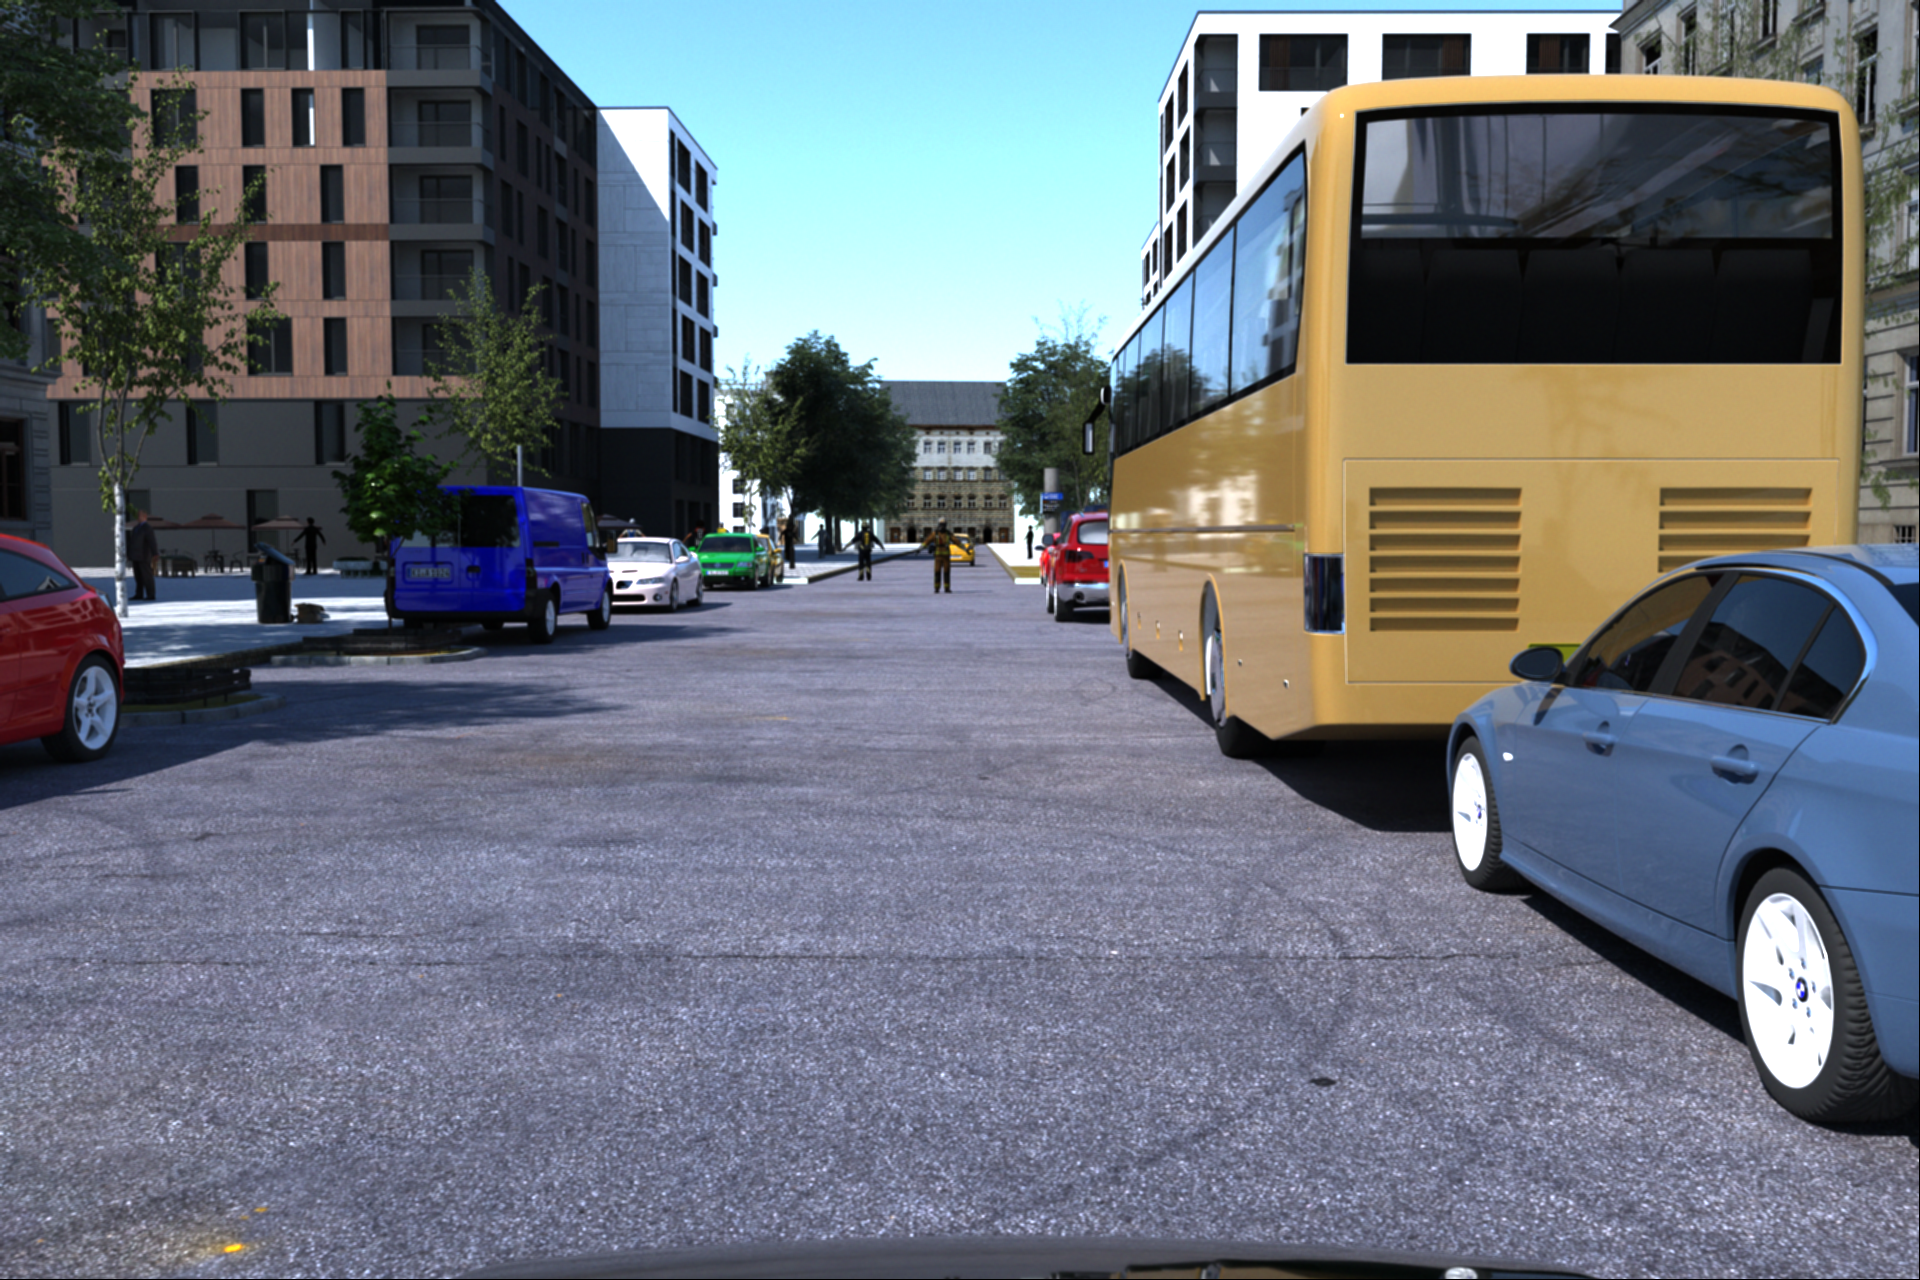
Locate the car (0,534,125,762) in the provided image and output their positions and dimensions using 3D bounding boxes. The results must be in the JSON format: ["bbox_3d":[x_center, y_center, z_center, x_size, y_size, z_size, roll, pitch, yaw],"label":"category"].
[{"bbox_3d":[-6.358,-0.027,9.482,2.155,1.783,4.494,0,4,1],"label":"car"}]

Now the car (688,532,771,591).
[{"bbox_3d":[-6.004,-2.226,45.184,1.959,1.807,4.718,0,4,0],"label":"car"}]

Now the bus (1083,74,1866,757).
[{"bbox_3d":[2.859,-1.370,13.940,2.896,3.916,12.252,0,3,0],"label":"bus"}]

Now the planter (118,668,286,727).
[{"bbox_3d":[-6.588,0.444,13.880,1.991,0.319,1.994,0,4,1],"label":"planter"}]

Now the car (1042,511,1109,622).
[{"bbox_3d":[2.567,-1.289,29.746,2.281,1.827,5.304,0,4,1],"label":"car"}]

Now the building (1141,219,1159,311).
[{"bbox_3d":[26.942,-17.284,126.566,27.936,21.610,32.646,0,4,1],"label":"building"}]

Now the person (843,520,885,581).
[{"bbox_3d":[-2.937,-2.756,53.290,1.354,1.856,0.705,-1,4,-22],"label":"person"}]

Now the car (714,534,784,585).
[{"bbox_3d":[-6.072,-2.419,49.774,2.015,1.641,3.980,0,3,0],"label":"car"}]

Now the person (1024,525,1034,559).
[{"bbox_3d":[3.514,-5.027,88.904,0.721,1.740,1.216,1,4,23],"label":"person"}]

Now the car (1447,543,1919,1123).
[{"bbox_3d":[2.906,0.398,5.503,2.014,1.417,4.499,0,4,1],"label":"car"}]

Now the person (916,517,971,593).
[{"bbox_3d":[-0.424,-2.074,42.139,1.354,1.858,0.705,-1,4,-10],"label":"person"}]

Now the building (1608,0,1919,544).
[{"bbox_3d":[28.118,-12.802,41.334,16.112,23.069,30.059,0,4,1],"label":"building"}]

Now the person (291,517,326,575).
[{"bbox_3d":[-20.518,-2.966,54.687,0.705,1.806,1.347,2,4,27],"label":"person"}]

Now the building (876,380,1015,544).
[{"bbox_3d":[-2.384,-25.277,246.662,18.063,23.208,19.493,0,4,-6],"label":"building"}]

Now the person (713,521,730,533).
[{"bbox_3d":[-10.132,-4.145,73.747,1.349,1.833,0.705,0,4,-5],"label":"person"}]

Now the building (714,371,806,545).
[{"bbox_3d":[-24.396,-21.142,202.084,16.016,20.090,11.380,0,4,2],"label":"building"}]

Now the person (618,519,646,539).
[{"bbox_3d":[-12.087,-3.557,64.014,1.347,1.847,0.705,0,4,7],"label":"person"}]

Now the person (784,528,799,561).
[{"bbox_3d":[-8.150,-4.711,83.249,0.704,1.802,1.346,-2,4,-34],"label":"person"}]

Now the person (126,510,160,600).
[{"bbox_3d":[-15.857,-1.648,33.538,0.990,1.755,0.434,2,4,34],"label":"person"}]

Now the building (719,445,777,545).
[{"bbox_3d":[-23.172,-14.371,177.112,9.099,9.664,28.070,0,3,0],"label":"building"}]

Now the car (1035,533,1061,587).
[{"bbox_3d":[3.191,-2.419,48.587,2.155,1.783,4.494,0,4,1],"label":"car"}]

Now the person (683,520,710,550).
[{"bbox_3d":[-9.915,-3.669,66.126,1.345,1.843,0.704,-1,4,-10],"label":"person"}]

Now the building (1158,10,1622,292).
[{"bbox_3d":[23.300,-14.698,84.286,27.936,21.610,32.646,0,4,0],"label":"building"}]

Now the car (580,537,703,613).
[{"bbox_3d":[-6.087,-1.264,33.036,2.083,1.381,4.827,0,4,1],"label":"car"}]

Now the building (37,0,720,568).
[{"bbox_3d":[-27.912,-14.521,81.391,27.936,21.610,32.646,0,4,2],"label":"building"}]

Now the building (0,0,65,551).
[{"bbox_3d":[-28.096,-12.063,33.392,11.583,22.565,21.152,0,4,1],"label":"building"}]

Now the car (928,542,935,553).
[{"bbox_3d":[-1.468,-7.282,128.841,2.009,1.686,4.222,0,4,1],"label":"car"}]

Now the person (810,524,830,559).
[{"bbox_3d":[-7.188,-5.104,89.643,1.347,1.806,0.705,3,4,38],"label":"person"}]

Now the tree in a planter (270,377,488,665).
[{"bbox_3d":[-6.565,-1.384,19.857,1.991,3.239,1.994,0,4,1],"label":"tree in a planter"}]

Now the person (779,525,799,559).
[{"bbox_3d":[-8.706,-4.990,87.730,0.704,1.812,1.346,3,5,44],"label":"person"}]

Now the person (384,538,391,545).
[{"bbox_3d":[-20.357,-3.430,62.209,0.705,1.813,1.348,1,4,11],"label":"person"}]
